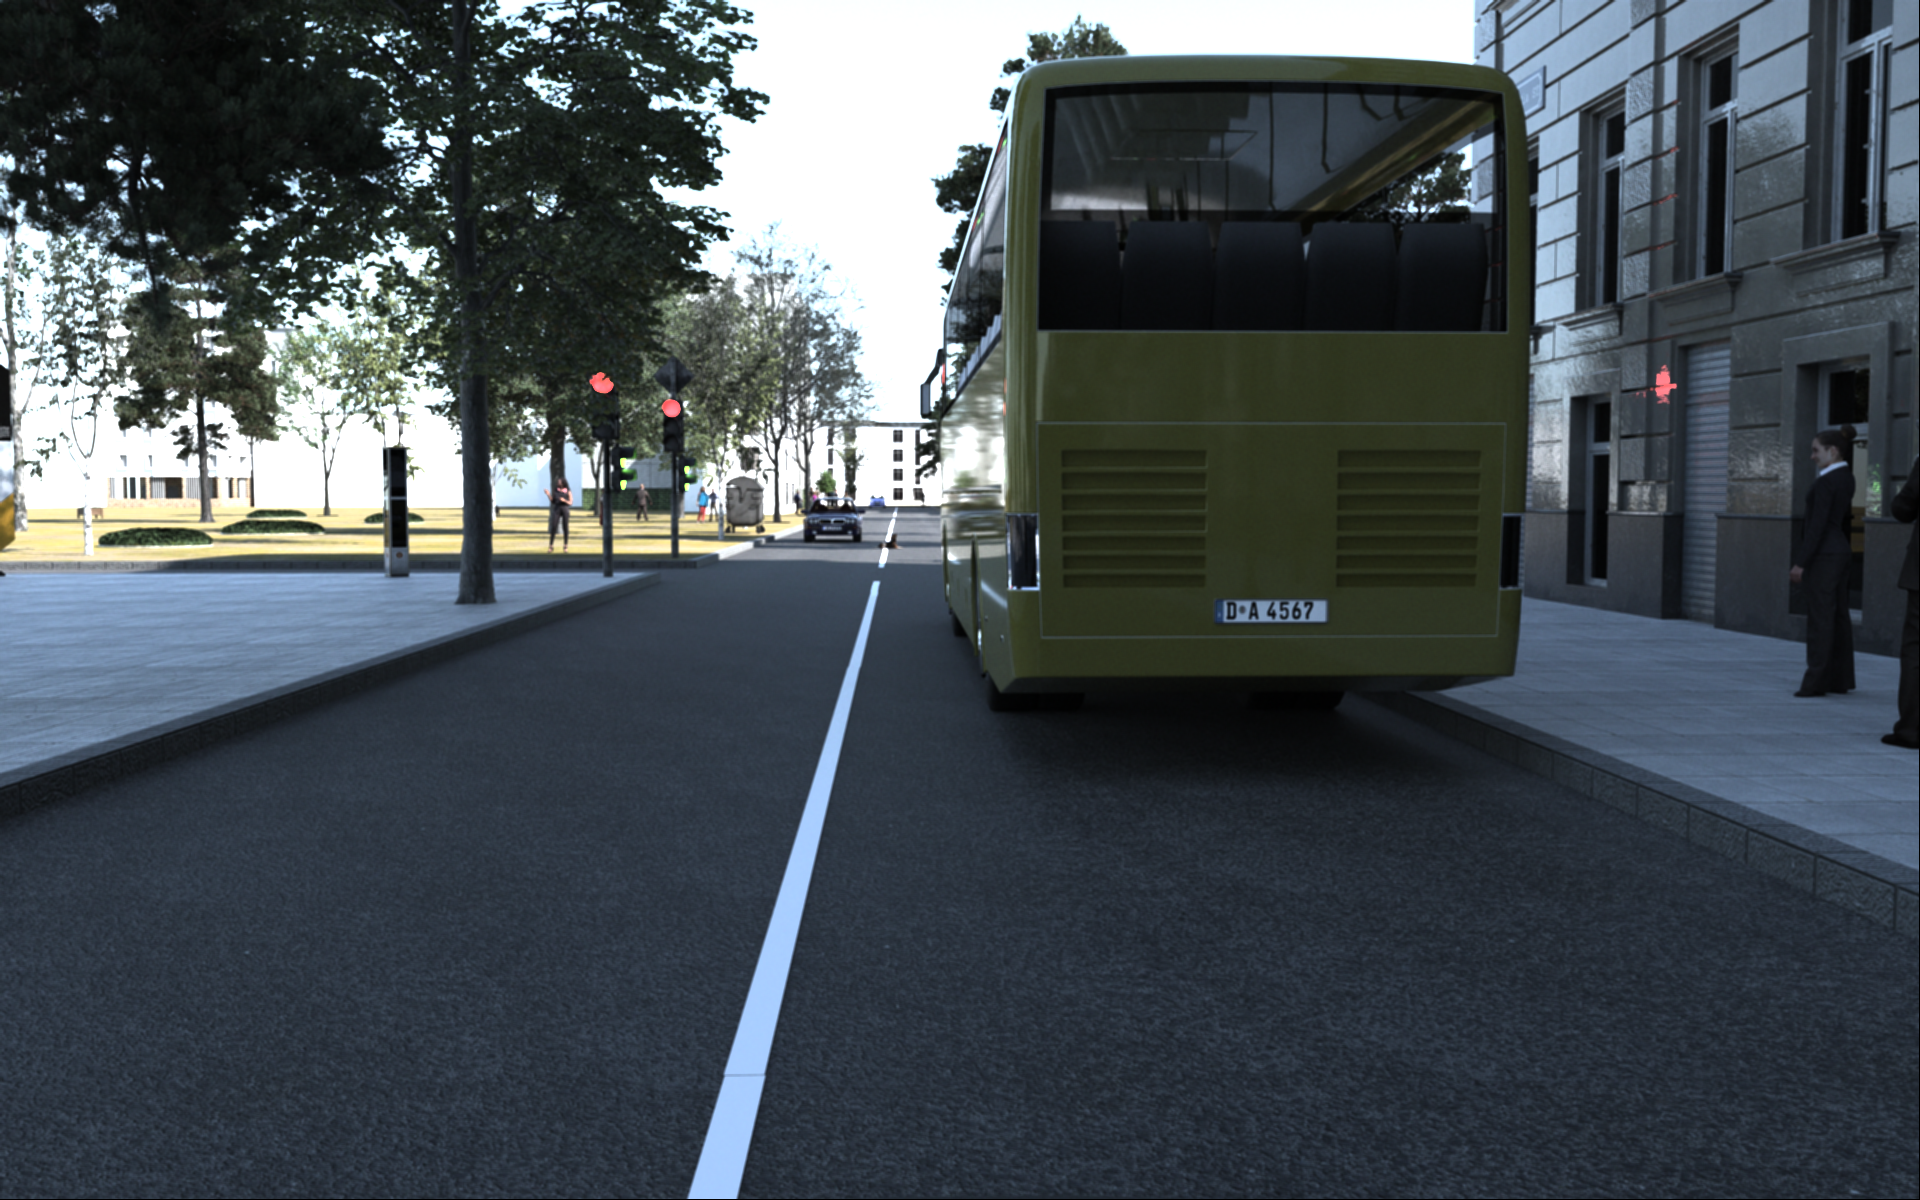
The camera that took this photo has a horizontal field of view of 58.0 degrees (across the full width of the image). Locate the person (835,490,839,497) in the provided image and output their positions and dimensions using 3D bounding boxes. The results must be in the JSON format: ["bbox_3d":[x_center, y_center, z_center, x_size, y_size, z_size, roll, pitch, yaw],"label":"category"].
[{"bbox_3d":[-10.563,-8.668,148.570,0.445,1.727,0.742,0,4,1],"label":"person"}]

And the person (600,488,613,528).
[{"bbox_3d":[-13.459,-3.510,65.899,0.523,1.526,0.387,0,4,8],"label":"person"}]

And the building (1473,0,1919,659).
[{"bbox_3d":[13.006,-13.100,11.443,12.463,27.353,25.104,0,4,-2],"label":"building"}]

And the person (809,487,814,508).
[{"bbox_3d":[-11.197,-7.671,131.474,0.705,1.822,1.348,3,5,40],"label":"person"}]

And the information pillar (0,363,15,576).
[{"bbox_3d":[-15.056,-2.180,26.995,0.504,3.616,0.183,-3,4,-38],"label":"information pillar"}]

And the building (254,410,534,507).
[{"bbox_3d":[-56.624,-14.389,177.403,28.070,9.664,9.099,0,4,-2],"label":"building"}]

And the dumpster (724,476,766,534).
[{"bbox_3d":[-7.047,-3.116,56.711,1.264,1.857,1.865,0,4,-2],"label":"dumpster"}]

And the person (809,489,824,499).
[{"bbox_3d":[-10.716,-7.563,129.703,1.348,1.823,0.705,2,4,24],"label":"person"}]

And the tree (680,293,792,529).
[{"bbox_3d":[-8.048,-6.917,63.460,4.737,8.622,4.395,0,3,0],"label":"tree"}]

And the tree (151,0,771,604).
[{"bbox_3d":[-6.013,-6.251,20.327,7.486,12.596,7.792,0,3,0],"label":"tree"}]

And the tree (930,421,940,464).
[{"bbox_3d":[-0.214,-11.162,132.862,4.360,8.622,3.978,0,3,0],"label":"tree"}]

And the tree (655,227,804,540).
[{"bbox_3d":[-6.560,-5.958,47.773,4.360,8.622,3.978,0,3,0],"label":"tree"}]

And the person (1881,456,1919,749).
[{"bbox_3d":[5.016,-0.125,8.767,0.565,1.739,0.600,-1,4,-12],"label":"person"}]

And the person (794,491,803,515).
[{"bbox_3d":[-10.139,-6.121,108.820,0.600,1.496,0.574,-1,4,-10],"label":"person"}]

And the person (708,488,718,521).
[{"bbox_3d":[-11.597,-4.485,81.440,0.516,1.574,0.319,1,4,16],"label":"person"}]

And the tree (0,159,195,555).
[{"bbox_3d":[-18.381,-5.263,36.419,4.360,8.622,3.978,0,3,0],"label":"tree"}]

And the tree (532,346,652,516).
[{"bbox_3d":[-21.260,-10.712,100.889,9.928,11.665,9.643,0,3,0],"label":"tree"}]

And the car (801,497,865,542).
[{"bbox_3d":[-3.857,-2.461,52.810,1.945,1.354,3.894,0,4,-3],"label":"car"}]

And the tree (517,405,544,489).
[{"bbox_3d":[-22.420,-8.138,83.426,4.737,8.622,4.395,0,3,0],"label":"tree"}]

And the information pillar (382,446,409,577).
[{"bbox_3d":[-8.760,-1.370,26.887,0.304,2.012,0.304,-2,4,-35],"label":"information pillar"}]

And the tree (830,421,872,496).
[{"bbox_3d":[-10.706,-13.369,168.951,4.737,8.622,4.395,0,3,0],"label":"tree"}]

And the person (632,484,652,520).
[{"bbox_3d":[-15.579,-4.788,84.874,0.990,1.755,0.434,1,4,10],"label":"person"}]

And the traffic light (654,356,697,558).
[{"bbox_3d":[-5.715,-2.782,34.731,0.839,4.213,0.868,0,4,-2],"label":"traffic light"}]

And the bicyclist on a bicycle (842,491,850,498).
[{"bbox_3d":[-6.260,-5.204,95.111,1.499,1.676,1.625,0,4,-1],"label":"bicyclist on a bicycle"}]

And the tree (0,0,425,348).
[{"bbox_3d":[-6.043,-5.365,9.776,6.751,12.117,7.091,0,3,0],"label":"tree"}]

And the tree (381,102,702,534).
[{"bbox_3d":[-12.977,-9.077,55.071,9.857,13.997,8.962,0,3,0],"label":"tree"}]

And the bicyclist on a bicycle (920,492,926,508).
[{"bbox_3d":[-3.692,-10.049,174.328,1.499,1.676,1.625,0,4,-1],"label":"bicyclist on a bicycle"}]

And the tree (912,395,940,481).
[{"bbox_3d":[-1.681,-16.190,186.763,6.751,12.117,7.091,0,3,0],"label":"tree"}]

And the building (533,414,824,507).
[{"bbox_3d":[-28.574,-14.453,178.458,28.070,9.664,9.099,0,4,-2],"label":"building"}]

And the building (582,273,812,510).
[{"bbox_3d":[-22.484,-17.617,154.492,16.747,18.905,31.486,0,4,-2],"label":"building"}]

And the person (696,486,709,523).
[{"bbox_3d":[-11.303,-4.180,76.084,0.593,1.614,0.444,-1,4,-17],"label":"person"}]

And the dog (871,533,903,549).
[{"bbox_3d":[-1.914,-1.556,45.630,0.748,0.427,0.550,1,4,18],"label":"dog"}]

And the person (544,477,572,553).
[{"bbox_3d":[-8.772,-1.857,37.867,0.593,1.643,0.415,-3,5,-41],"label":"person"}]

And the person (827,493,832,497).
[{"bbox_3d":[-13.041,-10.202,172.473,0.705,1.869,1.348,1,4,14],"label":"person"}]

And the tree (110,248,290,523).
[{"bbox_3d":[-34.142,-10.392,77.328,7.806,13.903,7.818,0,3,0],"label":"tree"}]

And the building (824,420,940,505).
[{"bbox_3d":[-9.874,-15.843,201.183,28.070,9.664,9.099,0,4,-2],"label":"building"}]

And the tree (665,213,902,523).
[{"bbox_3d":[-8.210,-10.168,76.611,12.009,13.543,11.850,0,3,0],"label":"tree"}]

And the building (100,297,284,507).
[{"bbox_3d":[-76.414,-19.348,172.751,11.380,20.091,16.016,0,4,-2],"label":"building"}]

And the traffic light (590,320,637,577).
[{"bbox_3d":[-5.440,-2.294,26.750,0.839,4.213,0.868,0,4,-2],"label":"traffic light"}]

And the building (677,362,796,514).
[{"bbox_3d":[-16.239,-11.146,124.389,9.099,9.664,28.070,0,4,-2],"label":"building"}]

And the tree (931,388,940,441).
[{"bbox_3d":[2.094,-10.828,95.160,7.486,12.596,7.792,0,3,0],"label":"tree"}]

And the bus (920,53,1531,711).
[{"bbox_3d":[1.228,-1.391,14.297,2.896,3.916,12.252,0,4,-2],"label":"bus"}]

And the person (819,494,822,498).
[{"bbox_3d":[-11.628,-8.400,144.318,0.436,1.711,0.756,1,4,16],"label":"person"}]

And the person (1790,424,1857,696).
[{"bbox_3d":[5.550,-0.267,11.204,0.445,1.727,0.742,1,4,13],"label":"person"}]

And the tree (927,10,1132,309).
[{"bbox_3d":[2.745,-8.406,44.858,7.806,13.903,7.818,0,3,0],"label":"tree"}]

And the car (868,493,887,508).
[{"bbox_3d":[-8.540,-10.363,179.020,1.945,1.707,3.694,0,4,-3],"label":"car"}]

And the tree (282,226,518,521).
[{"bbox_3d":[-14.771,-5.742,44.251,4.737,8.622,4.395,0,3,0],"label":"tree"}]

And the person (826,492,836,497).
[{"bbox_3d":[-13.329,-10.676,180.576,1.348,1.826,0.705,0,4,2],"label":"person"}]

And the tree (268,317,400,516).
[{"bbox_3d":[-36.811,-10.709,100.849,9.928,11.665,9.643,0,3,0],"label":"tree"}]

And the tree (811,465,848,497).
[{"bbox_3d":[-9.391,-7.901,123.779,1.663,3.219,1.824,0,3,0],"label":"tree"}]

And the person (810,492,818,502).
[{"bbox_3d":[-9.721,-6.558,116.494,0.599,1.433,0.991,3,5,40],"label":"person"}]

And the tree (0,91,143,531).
[{"bbox_3d":[-32.589,-12.343,57.699,12.611,20.169,13.585,0,3,0],"label":"tree"}]

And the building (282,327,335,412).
[{"bbox_3d":[-81.053,-21.150,202.228,11.380,20.091,16.016,0,4,-2],"label":"building"}]

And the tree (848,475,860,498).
[{"bbox_3d":[-10.931,-11.046,175.211,1.663,3.219,1.824,0,3,0],"label":"tree"}]
